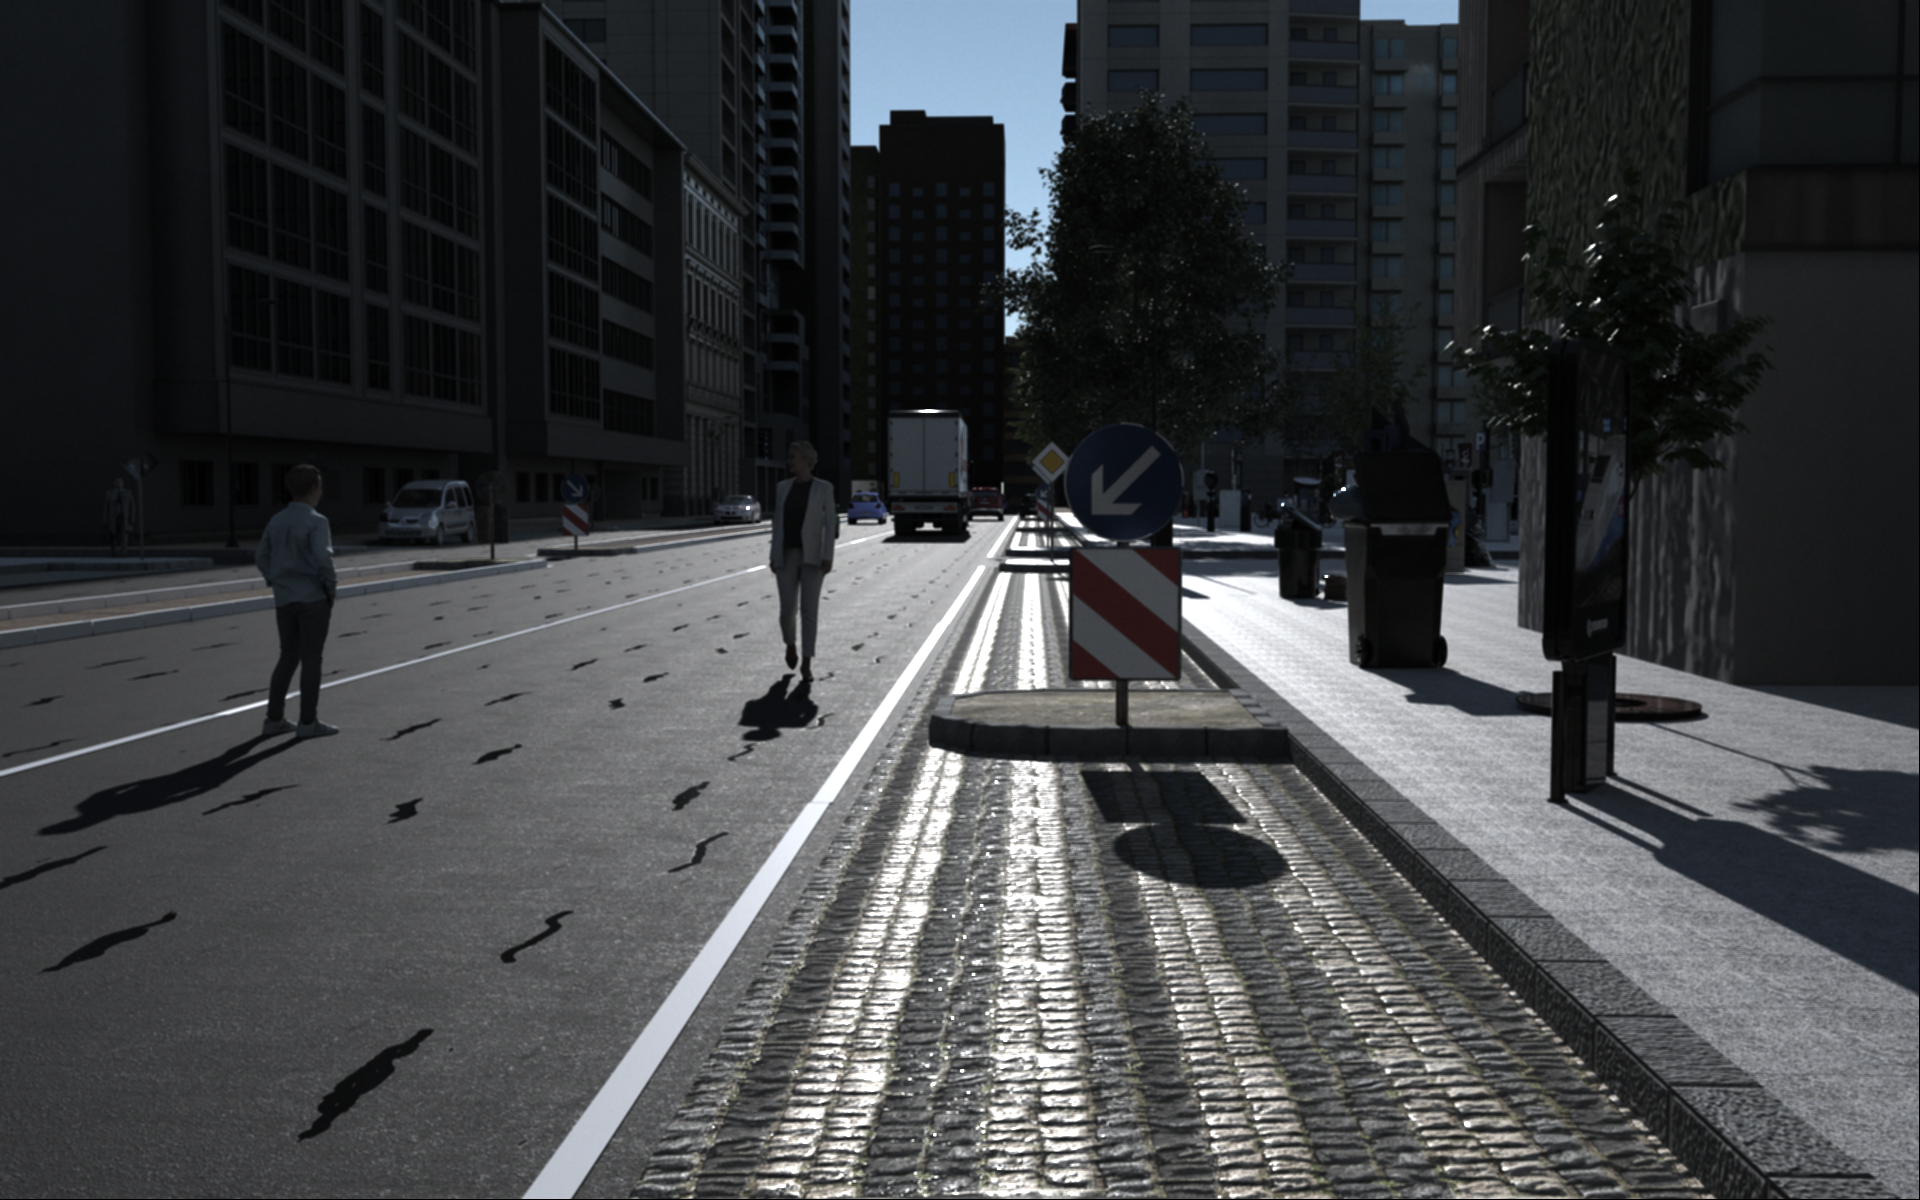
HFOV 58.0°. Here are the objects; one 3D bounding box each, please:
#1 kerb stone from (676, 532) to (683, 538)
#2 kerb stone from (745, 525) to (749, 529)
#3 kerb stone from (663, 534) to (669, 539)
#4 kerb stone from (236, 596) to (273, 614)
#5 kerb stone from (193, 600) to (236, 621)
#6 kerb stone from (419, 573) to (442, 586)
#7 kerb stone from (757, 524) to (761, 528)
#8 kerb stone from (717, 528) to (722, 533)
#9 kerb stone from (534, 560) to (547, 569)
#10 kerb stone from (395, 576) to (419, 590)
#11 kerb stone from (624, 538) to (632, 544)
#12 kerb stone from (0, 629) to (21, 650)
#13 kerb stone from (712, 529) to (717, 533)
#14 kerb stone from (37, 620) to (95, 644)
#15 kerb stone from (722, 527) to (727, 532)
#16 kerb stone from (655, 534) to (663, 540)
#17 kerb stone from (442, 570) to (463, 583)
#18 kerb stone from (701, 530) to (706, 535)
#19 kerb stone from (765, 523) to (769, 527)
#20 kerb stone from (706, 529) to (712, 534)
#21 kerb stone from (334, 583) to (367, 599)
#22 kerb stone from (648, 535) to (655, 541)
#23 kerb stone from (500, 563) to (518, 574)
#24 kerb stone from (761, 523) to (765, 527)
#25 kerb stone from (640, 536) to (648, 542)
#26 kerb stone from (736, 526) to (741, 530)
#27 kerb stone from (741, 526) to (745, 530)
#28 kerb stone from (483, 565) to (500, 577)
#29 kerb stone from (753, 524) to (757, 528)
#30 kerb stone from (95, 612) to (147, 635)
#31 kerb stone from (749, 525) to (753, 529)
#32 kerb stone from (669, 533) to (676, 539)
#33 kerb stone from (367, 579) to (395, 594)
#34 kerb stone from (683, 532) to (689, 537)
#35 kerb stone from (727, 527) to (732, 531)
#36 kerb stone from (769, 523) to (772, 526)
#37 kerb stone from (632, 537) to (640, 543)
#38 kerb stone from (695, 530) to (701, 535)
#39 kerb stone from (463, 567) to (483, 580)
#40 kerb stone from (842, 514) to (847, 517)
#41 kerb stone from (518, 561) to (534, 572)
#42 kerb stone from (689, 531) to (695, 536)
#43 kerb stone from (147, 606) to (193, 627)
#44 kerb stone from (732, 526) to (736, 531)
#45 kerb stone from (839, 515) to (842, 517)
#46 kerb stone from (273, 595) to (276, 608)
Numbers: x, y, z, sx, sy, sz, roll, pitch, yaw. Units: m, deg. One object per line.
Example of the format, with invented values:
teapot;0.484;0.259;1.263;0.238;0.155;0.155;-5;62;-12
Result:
kerb stone;-9.311;-2.105;56.614;0.120;0.150;1.000;0;4;2
kerb stone;-8.760;-2.921;69.950;0.120;0.150;1.000;0;4;2
kerb stone;-9.400;-1.980;54.566;0.120;0.150;1.000;0;4;2
kerb stone;-8.679;0.066;21.109;0.120;0.150;1.000;0;4;2
kerb stone;-8.719;0.131;20.080;0.120;0.150;1.000;0;4;2
kerb stone;-8.424;-0.310;27.257;0.120;0.150;1.000;0;4;2
kerb stone;-8.627;-3.102;73.023;0.120;0.150;1.000;0;4;2
kerb stone;-9.012;-2.545;63.800;0.120;0.150;1.000;0;4;2
kerb stone;-8.167;-0.685;33.428;0.120;0.150;1.000;0;4;2
kerb stone;-8.463;-0.246;26.221;0.120;0.150;1.000;0;4;2
kerb stone;-9.609;-1.666;49.435;0.120;0.150;1.000;0;4;2
kerb stone;-8.892;0.380;15.985;0.120;0.150;1.000;0;4;2
kerb stone;-9.051;-2.482;62.778;0.120;0.150;1.000;0;4;2
kerb stone;-8.855;0.317;17.007;0.120;0.150;1.000;0;4;2
kerb stone;-8.970;-2.607;64.822;0.120;0.150;1.000;0;4;2
kerb stone;-9.440;-1.917;53.545;0.120;0.150;1.000;0;4;2
kerb stone;-8.380;-0.372;28.284;0.120;0.150;1.000;0;4;2
kerb stone;-9.148;-2.357;60.735;0.120;0.150;1.000;0;4;2
kerb stone;-8.543;-3.235;75.080;0.120;0.150;1.000;0;4;2
kerb stone;-9.098;-2.415;61.757;0.120;0.150;1.000;0;4;2
kerb stone;-8.558;-0.114;24.173;0.120;0.150;1.000;0;4;2
kerb stone;-9.482;-1.853;52.509;0.120;0.150;1.000;0;4;2
kerb stone;-8.260;-0.561;31.365;0.120;0.150;1.000;0;4;2
kerb stone;-8.594;-3.164;74.048;0.120;0.150;1.000;0;4;2
kerb stone;-9.519;-1.792;51.487;0.120;0.150;1.000;0;4;2
kerb stone;-8.838;-2.796;67.903;0.120;0.150;1.000;0;4;2
kerb stone;-8.801;-2.858;68.925;0.120;0.150;1.000;0;4;2
kerb stone;-8.304;-0.497;30.327;0.120;0.150;1.000;0;4;2
kerb stone;-8.669;-3.044;71.993;0.120;0.150;1.000;0;4;2
kerb stone;-8.810;0.259;18.038;0.120;0.150;1.000;0;4;2
kerb stone;-8.718;-2.982;70.972;0.120;0.150;1.000;0;4;2
kerb stone;-9.349;-2.042;55.587;0.120;0.150;1.000;0;4;2
kerb stone;-8.508;-0.180;25.199;0.120;0.150;1.000;0;4;2
kerb stone;-9.265;-2.168;57.650;0.120;0.150;1.000;0;4;2
kerb stone;-8.925;-2.664;65.844;0.120;0.150;1.000;0;4;2
kerb stone;-8.502;-3.290;76.102;0.120;0.150;1.000;0;4;2
kerb stone;-9.561;-1.723;50.463;0.120;0.150;1.000;0;4;2
kerb stone;-9.179;-2.288;59.701;0.120;0.150;1.000;0;4;2
kerb stone;-8.340;-0.435;29.305;0.120;0.150;1.000;0;4;2
kerb stone;-7.224;-5.178;106.851;0.120;0.150;1.000;0;4;2
kerb stone;-8.214;-0.624;32.395;0.120;0.150;1.000;0;4;2
kerb stone;-9.225;-2.231;58.671;0.120;0.150;1.000;0;4;2
kerb stone;-8.773;0.192;19.059;0.120;0.150;1.000;0;4;2
kerb stone;-8.890;-2.733;66.882;0.120;0.150;1.000;0;4;2
kerb stone;-7.356;-4.987;103.782;0.120;0.150;1.000;0;4;2
kerb stone;-8.642;0.008;22.130;0.120;0.150;1.000;0;4;2
